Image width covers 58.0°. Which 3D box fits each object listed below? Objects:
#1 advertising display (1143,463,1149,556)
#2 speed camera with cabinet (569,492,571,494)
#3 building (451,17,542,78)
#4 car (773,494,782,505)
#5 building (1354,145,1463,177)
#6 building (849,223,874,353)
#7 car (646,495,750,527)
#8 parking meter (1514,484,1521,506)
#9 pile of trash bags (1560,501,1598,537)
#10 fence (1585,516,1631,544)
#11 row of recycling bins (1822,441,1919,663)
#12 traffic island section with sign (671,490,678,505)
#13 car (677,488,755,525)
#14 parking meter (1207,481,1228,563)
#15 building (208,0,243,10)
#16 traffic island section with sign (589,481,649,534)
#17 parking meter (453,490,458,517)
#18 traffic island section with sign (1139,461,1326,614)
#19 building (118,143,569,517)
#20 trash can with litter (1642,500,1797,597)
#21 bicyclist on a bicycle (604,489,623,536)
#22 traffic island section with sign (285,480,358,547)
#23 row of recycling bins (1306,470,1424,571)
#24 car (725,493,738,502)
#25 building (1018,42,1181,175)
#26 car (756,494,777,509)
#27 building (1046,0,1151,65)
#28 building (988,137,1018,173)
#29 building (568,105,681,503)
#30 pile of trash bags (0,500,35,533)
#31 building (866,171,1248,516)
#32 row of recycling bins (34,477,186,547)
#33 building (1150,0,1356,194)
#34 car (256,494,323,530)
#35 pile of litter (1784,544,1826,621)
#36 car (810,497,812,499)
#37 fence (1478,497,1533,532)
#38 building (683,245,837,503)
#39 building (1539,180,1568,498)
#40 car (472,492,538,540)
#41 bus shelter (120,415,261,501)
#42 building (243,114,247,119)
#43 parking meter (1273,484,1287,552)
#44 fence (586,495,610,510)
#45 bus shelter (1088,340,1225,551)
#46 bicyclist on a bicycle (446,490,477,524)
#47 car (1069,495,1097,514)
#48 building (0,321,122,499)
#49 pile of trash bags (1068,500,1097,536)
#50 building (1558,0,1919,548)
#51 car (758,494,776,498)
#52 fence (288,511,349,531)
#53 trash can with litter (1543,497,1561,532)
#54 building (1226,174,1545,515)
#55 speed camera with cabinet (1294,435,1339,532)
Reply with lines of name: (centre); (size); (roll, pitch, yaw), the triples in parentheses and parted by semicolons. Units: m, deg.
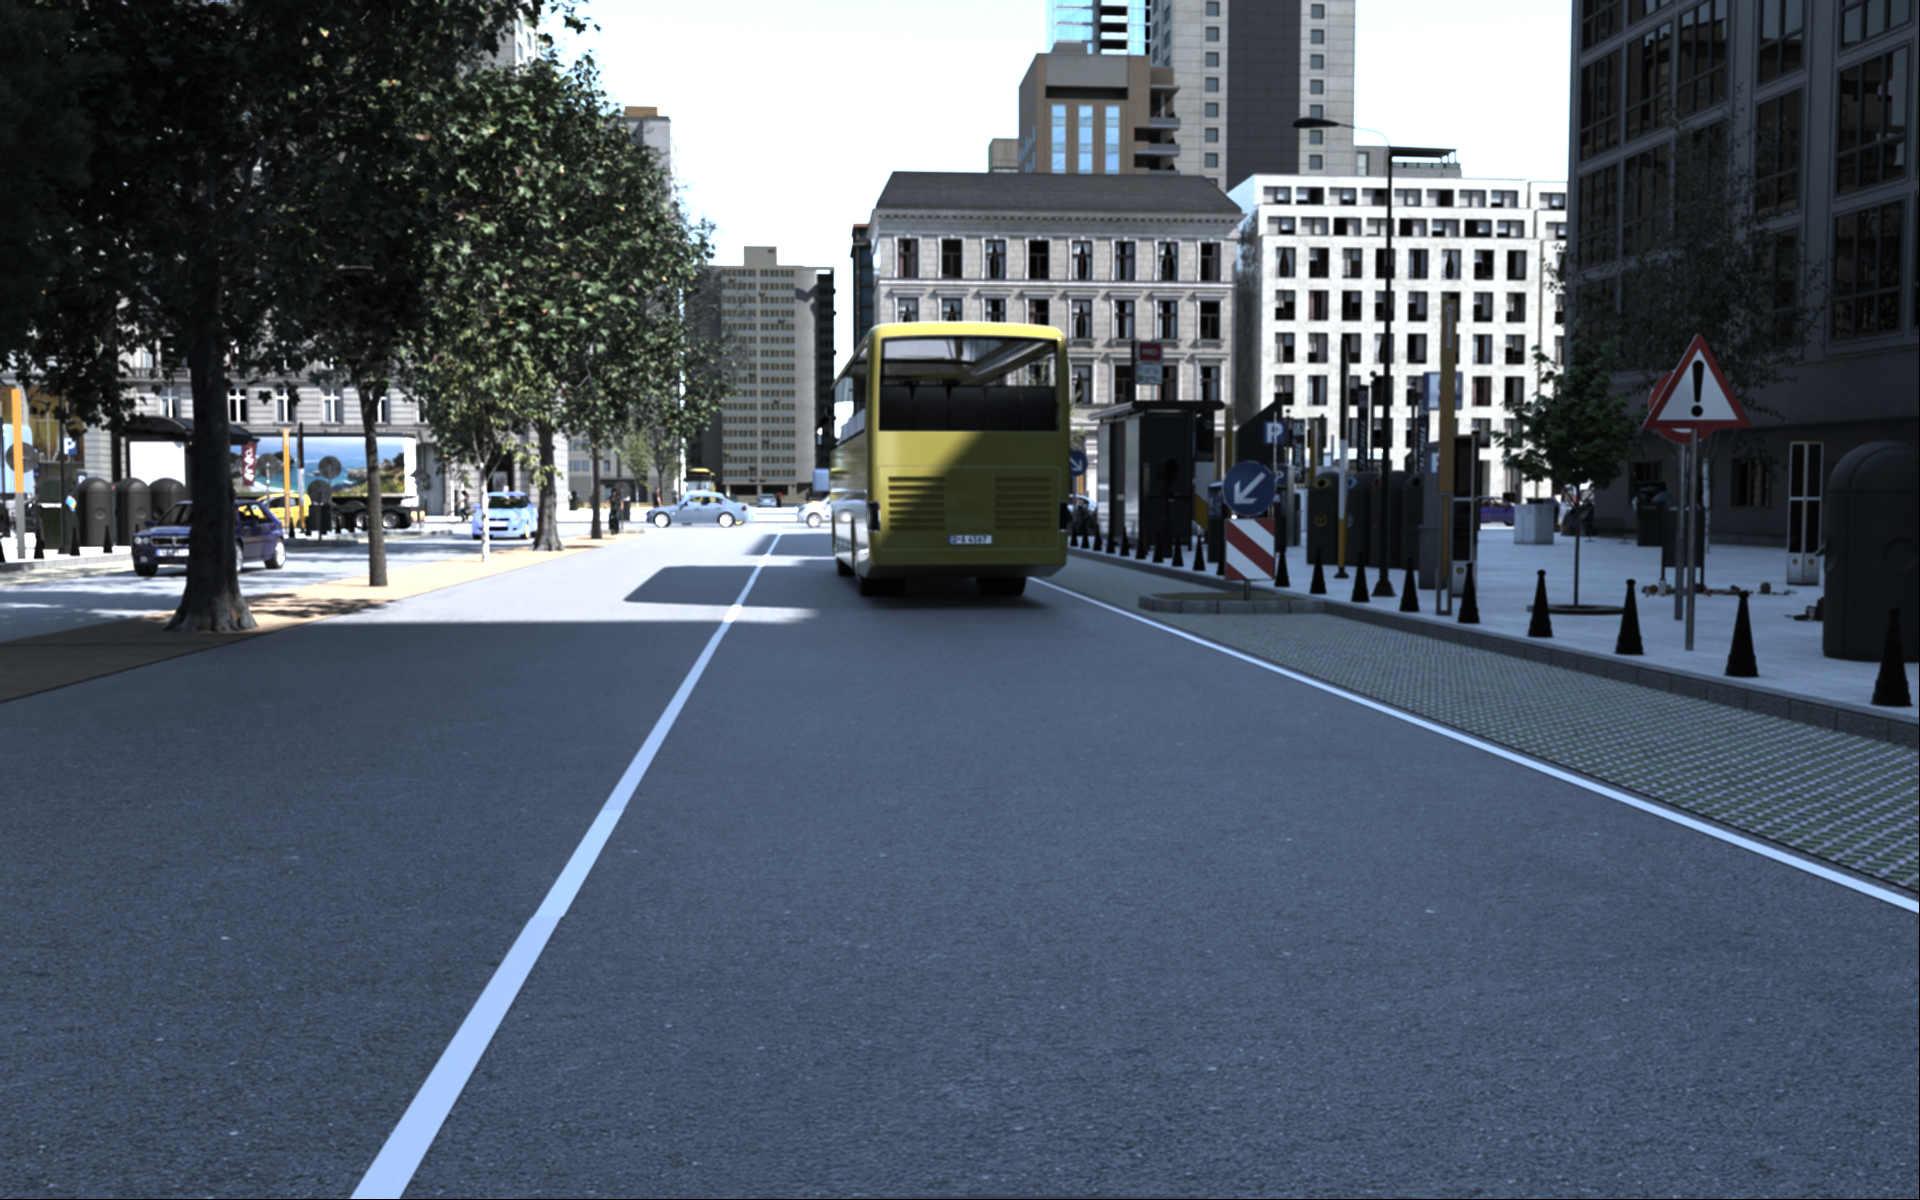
advertising display: (3.919, -1.913, 36.495); (0.123, 1.923, 0.974); (0, 4, 5)
speed camera with cabinet: (-33.784, -9.393, 147.913); (2.038, 3.252, 0.660); (-1, 4, -9)
building: (-57.785, -46.114, 192.221); (20.611, 71.187, 20.563); (0, 4, -5)
car: (-21.702, -11.781, 201.416); (1.959, 1.807, 4.718); (0, 4, -7)
building: (50.203, -31.948, 205.937); (14.086, 41.232, 14.154); (0, 4, -5)
building: (-4.172, -37.649, 270.183); (28.867, 44.769, 22.147); (0, 4, -5)
car: (-11.404, -3.874, 75.335); (4.499, 1.417, 2.014); (0, 4, -5)
parking meter: (31.118, -5.562, 96.648); (0.255, 1.863, 0.399); (0, 4, 3)
pile of trash bags: (20.174, -2.629, 52.729); (3.447, 1.369, 1.912); (0, 4, 7)
fence: (17.122, -1.863, 45.836); (0.278, 0.683, 2.069); (0, 4, -6)
row of recycling bins: (8.348, -0.347, 12.789); (3.534, 1.692, 1.069); (2, 4, 30)
traffic island section with sign: (-29.414, -10.408, 178.796); (1.989, 1.847, 2.006); (0, 4, -5)
car: (-11.325, -4.308, 80.024); (3.694, 1.707, 1.945); (0, 4, -6)
parking meter: (4.826, -1.469, 32.424); (0.372, 1.533, 0.369); (0, 3, 0)
building: (-81.379, -36.537, 186.610); (27.495, 52.752, 28.713); (0, 4, -5)
traffic island section with sign: (-12.234, -3.314, 62.315); (2.006, 1.907, 1.989); (0, 4, -5)
parking meter: (-28.381, -5.435, 97.277); (0.372, 1.533, 0.369); (0, 3, 0)
traffic island section with sign: (3.285, -0.786, 21.475); (1.989, 1.847, 2.006); (0, 4, -5)
building: (-35.997, -15.995, 103.322); (24.055, 21.916, 13.314); (0, 4, -5)
trash can with litter: (9.677, -0.677, 22.125); (2.233, 1.210, 1.678); (0, 4, 1)
bicyclist on a bicycle: (-11.866, -3.020, 59.400); (1.499, 1.676, 1.625); (0, 4, -5)
traffic island section with sign: (-17.571, -2.363, 47.265); (1.989, 1.847, 2.006); (0, 4, -5)
row of recycling bins: (7.370, -1.433, 30.546); (1.069, 1.692, 3.534); (-2, 4, -25)
car: (-29.031, -12.846, 218.826); (1.959, 1.807, 4.718); (0, 4, -6)
building: (13.519, -32.038, 173.933); (14.600, 45.320, 14.200); (0, 4, -5)
car: (-18.234, -9.253, 163.296); (2.014, 1.417, 4.499); (0, 4, -7)
building: (25.721, -58.660, 271.758); (31.000, 86.520, 22.319); (0, 4, -5)
building: (10.004, -31.711, 202.066); (14.154, 41.232, 14.086); (0, 4, -5)
building: (-57.295, -44.209, 264.815); (28.212, 58.520, 21.231); (0, 4, -5)
pile of trash bags: (-31.845, -2.877, 56.795); (3.447, 1.369, 1.912); (-1, 4, -19)
building: (-3.756, -15.547, 105.106); (40.483, 20.767, 10.553); (0, 4, -5)
row of recycling bins: (-20.670, -2.154, 42.338); (1.069, 1.692, 3.534); (3, 4, 39)
building: (32.332, -46.586, 199.927); (20.611, 71.187, 20.563); (0, 4, -5)
car: (-25.385, -3.293, 64.066); (3.980, 1.641, 2.015); (0, 4, -5)
pile of litter: (9.061, -0.207, 17.357); (1.176, 0.858, 1.719); (0, 4, 0)
car: (-16.200, -11.569, 197.947); (1.959, 1.807, 4.718); (0, 4, -6)
fence: (17.482, -2.755, 56.240); (2.264, 1.192, 0.480); (2, 4, 28)
building: (-31.456, -35.576, 273.544); (23.993, 40.220, 32.217); (0, 4, -5)
building: (42.757, -15.593, 109.693); (16.860, 20.320, 10.420); (0, 4, -5)
car: (-14.518, -2.798, 55.337); (1.945, 1.707, 3.694); (0, 4, -6)
bus shelter: (-20.817, -3.240, 46.905); (2.014, 3.302, 5.546); (0, 4, -5)
building: (-60.794, -28.667, 160.588); (32.217, 40.220, 23.993); (0, 4, -5)
parking meter: (7.009, -1.820, 38.173); (0.372, 1.533, 0.369); (0, 3, 0)
fence: (-29.629, -8.034, 142.558); (2.264, 1.192, 0.480); (1, 4, 18)
bus shelter: (4.500, -3.996, 42.970); (2.179, 5.291, 8.768); (0, 4, -5)
bicyclist on a bicycle: (-23.593, -4.418, 82.250); (1.625, 1.676, 1.499); (0, 4, -6)
car: (4.345, -3.939, 76.397); (4.499, 1.417, 2.014); (0, 4, -7)
building: (-62.674, -19.668, 99.069); (29.804, 29.767, 11.434); (0, 4, -5)
pile of trash bags: (3.508, -2.727, 54.340); (1.912, 1.369, 3.447); (-2, 4, -25)
building: (25.155, -15.003, 38.814); (14.314, 27.812, 24.014); (0, 4, -5)
car: (-20.825, -10.905, 187.090); (1.959, 1.807, 4.718); (0, 4, -6)
fence: (-22.527, -2.788, 60.952); (2.069, 0.683, 0.278); (-2, 4, -34)
trash can with litter: (20.151, -2.888, 58.607); (0.624, 1.170, 1.055); (0, 4, -4)
building: (25.616, -15.464, 107.584); (16.860, 20.320, 10.420); (0, 4, -5)
speed camera with cabinet: (11.852, -3.920, 58.426); (2.038, 3.252, 0.660); (3, 5, 45)
